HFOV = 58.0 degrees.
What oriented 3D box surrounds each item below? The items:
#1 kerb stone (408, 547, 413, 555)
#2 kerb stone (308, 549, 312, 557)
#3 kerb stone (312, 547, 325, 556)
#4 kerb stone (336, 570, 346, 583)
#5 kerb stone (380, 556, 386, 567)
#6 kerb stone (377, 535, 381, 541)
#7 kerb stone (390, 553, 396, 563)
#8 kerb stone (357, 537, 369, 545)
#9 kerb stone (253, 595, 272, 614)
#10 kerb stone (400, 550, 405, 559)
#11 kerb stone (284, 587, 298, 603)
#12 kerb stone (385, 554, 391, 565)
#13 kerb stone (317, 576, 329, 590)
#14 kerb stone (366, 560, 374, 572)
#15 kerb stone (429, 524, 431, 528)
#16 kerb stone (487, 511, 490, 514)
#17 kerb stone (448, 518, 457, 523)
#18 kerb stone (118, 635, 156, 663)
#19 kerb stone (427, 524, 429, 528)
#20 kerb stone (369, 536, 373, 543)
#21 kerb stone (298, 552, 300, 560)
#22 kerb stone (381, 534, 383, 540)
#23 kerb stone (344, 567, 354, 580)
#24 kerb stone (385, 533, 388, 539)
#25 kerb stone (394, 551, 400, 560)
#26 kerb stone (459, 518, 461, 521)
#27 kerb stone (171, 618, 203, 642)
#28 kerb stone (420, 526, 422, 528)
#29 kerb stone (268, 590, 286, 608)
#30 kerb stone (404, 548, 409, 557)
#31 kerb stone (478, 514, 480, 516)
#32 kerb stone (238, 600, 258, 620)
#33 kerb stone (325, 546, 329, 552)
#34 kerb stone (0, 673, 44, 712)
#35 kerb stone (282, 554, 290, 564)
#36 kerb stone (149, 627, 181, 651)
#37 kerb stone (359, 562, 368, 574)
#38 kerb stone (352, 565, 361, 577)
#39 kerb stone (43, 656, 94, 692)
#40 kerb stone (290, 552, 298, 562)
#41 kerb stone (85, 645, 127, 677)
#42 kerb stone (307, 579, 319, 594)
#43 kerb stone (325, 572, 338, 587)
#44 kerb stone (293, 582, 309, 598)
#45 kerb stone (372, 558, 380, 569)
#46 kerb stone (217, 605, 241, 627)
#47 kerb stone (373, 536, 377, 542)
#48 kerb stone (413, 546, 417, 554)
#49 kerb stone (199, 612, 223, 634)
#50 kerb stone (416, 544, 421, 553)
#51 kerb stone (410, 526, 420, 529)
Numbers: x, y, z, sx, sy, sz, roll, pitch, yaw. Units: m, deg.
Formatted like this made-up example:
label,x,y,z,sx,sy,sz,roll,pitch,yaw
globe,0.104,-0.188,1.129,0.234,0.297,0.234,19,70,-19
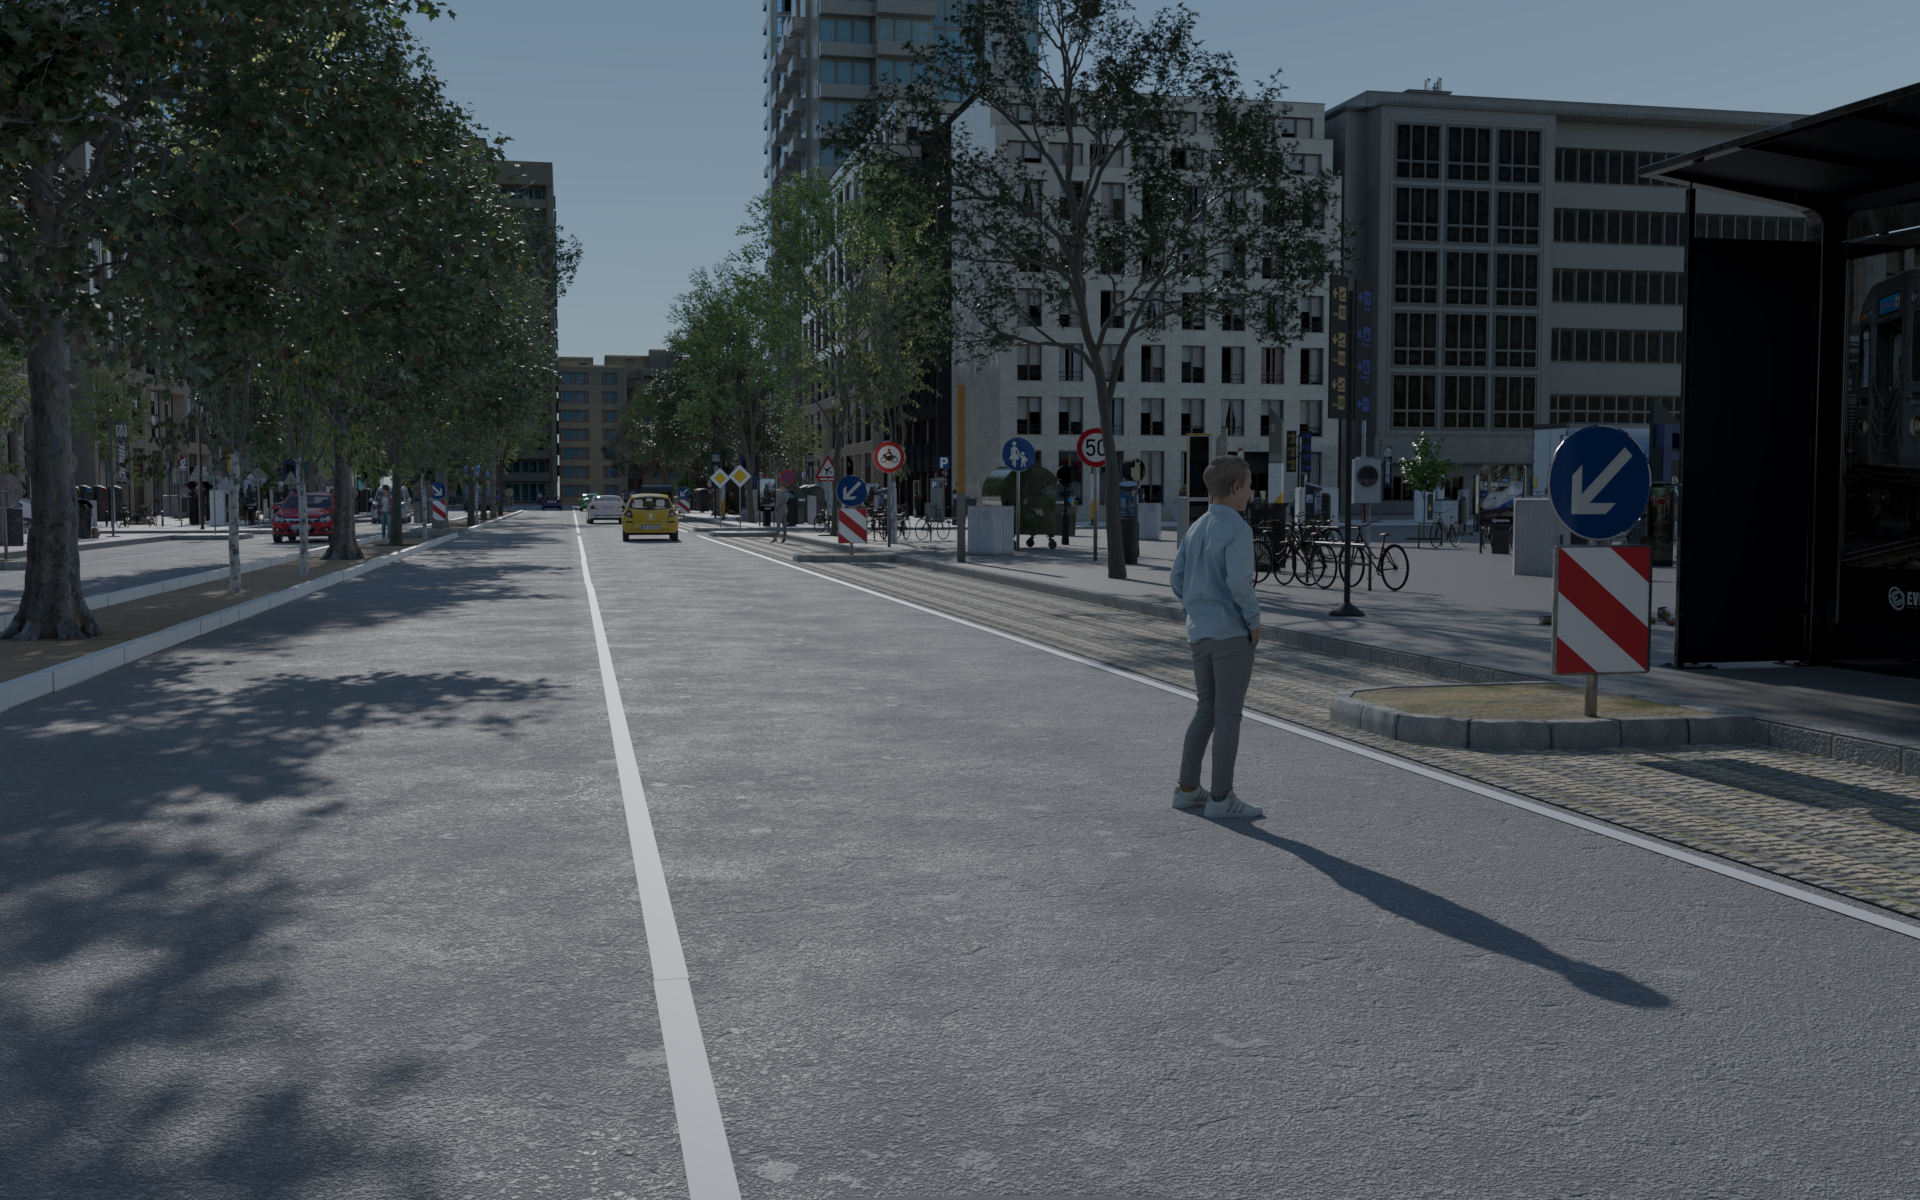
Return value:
label,x,y,z,sx,sy,sz,roll,pitch,yaw
kerb stone,-12.797,-1.090,40.013,0.120,0.150,1.000,-1,4,-13
kerb stone,-14.622,-0.999,38.545,0.120,0.150,1.000,-1,4,-13
kerb stone,-15.063,-1.121,40.541,0.120,0.150,1.000,-1,4,-13
kerb stone,-10.102,-0.354,28.005,0.120,0.150,1.000,-1,4,-13
kerb stone,-11.444,-0.722,34.015,0.120,0.150,1.000,-1,4,-13
kerb stone,-17.762,-1.856,52.543,0.120,0.150,1.000,-1,4,-13
kerb stone,-11.902,-0.844,36.007,0.120,0.150,1.000,-1,4,-13
kerb stone,-17.094,-1.672,49.530,0.120,0.150,1.000,-1,4,-13
kerb stone,-8.523,0.073,21.006,0.120,0.150,1.000,-1,4,-13
kerb stone,-12.354,-0.967,38.009,0.120,0.150,1.000,-1,4,-13
kerb stone,-8.971,-0.040,23.010,0.120,0.150,1.000,-1,4,-13
kerb stone,-11.666,-0.784,35.013,0.120,0.150,1.000,-1,4,-13
kerb stone,-9.648,-0.227,26.000,0.120,0.150,1.000,-1,4,-13
kerb stone,-10.993,-0.595,32.003,0.120,0.150,1.000,-1,4,-13
kerb stone,-21.930,-2.987,71.086,0.120,0.150,1.000,-1,4,-13
kerb stone,-34.982,-6.540,129.122,0.120,0.150,1.000,-1,4,-13
kerb stone,-25.533,-3.970,87.108,0.120,0.150,1.000,-1,4,-13
kerb stone,-7.176,0.441,15.008,0.120,0.150,1.000,-1,4,-13
kerb stone,-21.707,-2.929,70.082,0.120,0.150,1.000,-1,4,-13
kerb stone,-17.316,-1.734,50.538,0.120,0.150,1.000,-1,4,-13
kerb stone,-14.396,-0.939,37.548,0.120,0.150,1.000,-1,4,-13
kerb stone,-17.988,-1.916,53.539,0.120,0.150,1.000,-1,4,-13
kerb stone,-10.316,-0.417,29.007,0.120,0.150,1.000,-1,4,-13
kerb stone,-18.216,-1.978,54.536,0.120,0.150,1.000,-1,4,-13
kerb stone,-12.125,-0.905,37.014,0.120,0.150,1.000,-1,4,-13
kerb stone,-26.213,-4.154,90.112,0.120,0.150,1.000,-1,4,-13
kerb stone,-7.632,0.317,17.010,0.120,0.150,1.000,-1,4,-13
kerb stone,-21.259,-2.805,68.073,0.120,0.150,1.000,-1,4,-13
kerb stone,-8.746,0.011,22.012,0.120,0.150,1.000,-1,4,-13
kerb stone,-12.572,-1.024,39.016,0.120,0.150,1.000,-1,4,-13
kerb stone,-32.061,-5.742,116.115,0.120,0.150,1.000,-1,4,-13
kerb stone,-8.294,0.134,20.007,0.120,0.150,1.000,-1,4,-13
kerb stone,-15.286,-1.183,41.538,0.120,0.150,1.000,-1,4,-13
kerb stone,-6.505,0.626,12.009,0.120,0.150,1.000,-1,4,-13
kerb stone,-13.946,-0.816,35.539,0.120,0.150,1.000,-1,4,-13
kerb stone,-7.404,0.384,16.007,0.120,0.150,1.000,-1,4,-13
kerb stone,-10.774,-0.539,31.003,0.120,0.150,1.000,-1,4,-13
kerb stone,-10.543,-0.476,30.007,0.120,0.150,1.000,-1,4,-13
kerb stone,-6.722,0.562,13.007,0.120,0.150,1.000,-1,4,-13
kerb stone,-14.161,-0.875,36.541,0.120,0.150,1.000,-1,4,-13
kerb stone,-6.950,0.502,14.004,0.120,0.150,1.000,-1,4,-13
kerb stone,-9.425,-0.172,25.002,0.120,0.150,1.000,-1,4,-13
kerb stone,-9.872,-0.294,27.009,0.120,0.150,1.000,-1,4,-13
kerb stone,-9.194,-0.107,24.007,0.120,0.150,1.000,-1,4,-13
kerb stone,-11.224,-0.661,33.013,0.120,0.150,1.000,-1,4,-13
kerb stone,-8.073,0.195,19.009,0.120,0.150,1.000,-1,4,-13
kerb stone,-17.537,-1.795,51.536,0.120,0.150,1.000,-1,4,-13
kerb stone,-13.017,-1.150,41.013,0.120,0.150,1.000,-1,4,-13
kerb stone,-7.852,0.256,18.012,0.120,0.150,1.000,-1,4,-13
kerb stone,-13.242,-1.212,42.015,0.120,0.150,1.000,-1,4,-13
kerb stone,-20.812,-2.684,66.078,0.120,0.150,1.000,-1,4,-13
